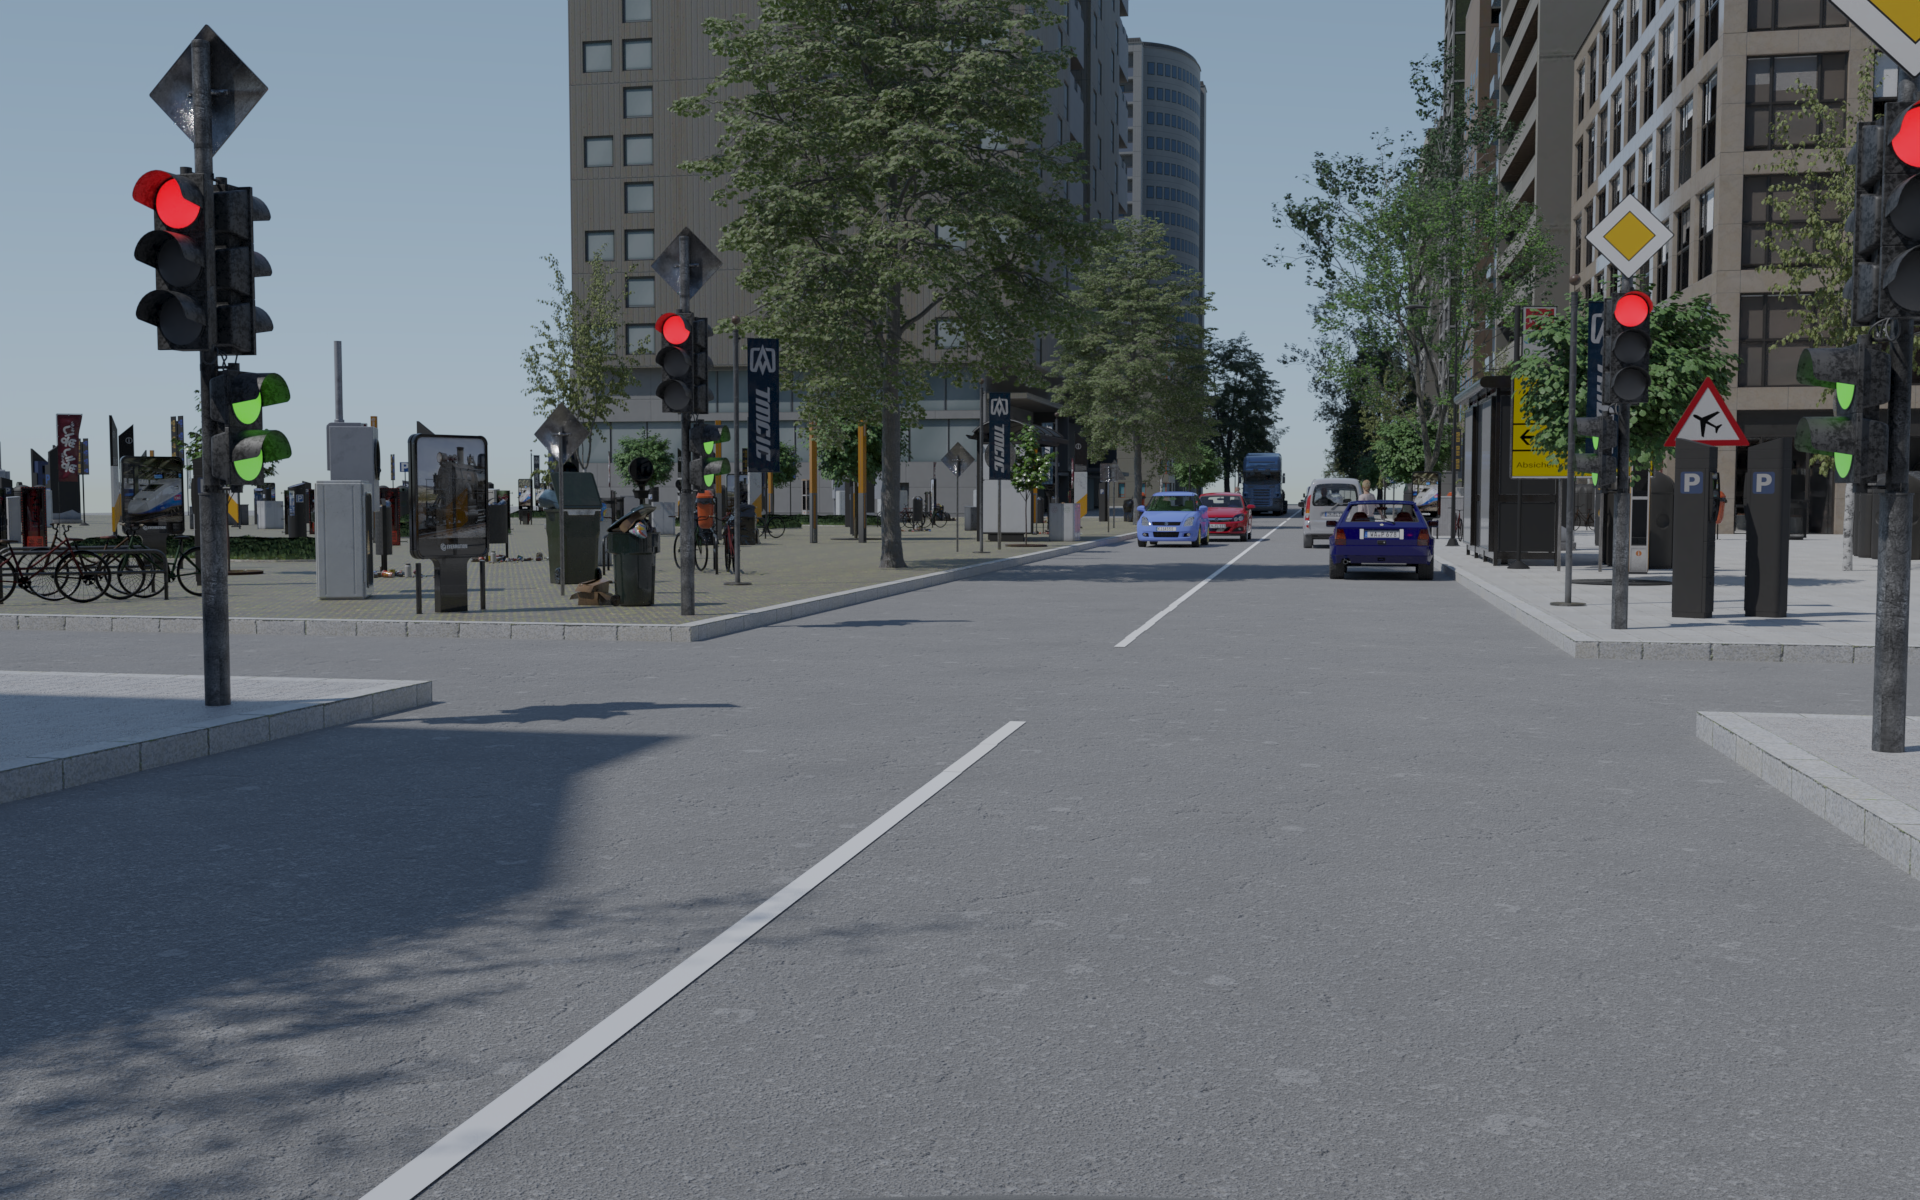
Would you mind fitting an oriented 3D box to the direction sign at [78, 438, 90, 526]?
[{"bbox_3d":[-35.617,-4.792,70.347,0.876,3.537,0.379,2,4,33],"label":"direction sign"}]

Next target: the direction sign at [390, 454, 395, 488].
[{"bbox_3d":[-32.193,-6.505,98.353,0.379,3.537,0.876,-2,4,-31],"label":"direction sign"}]

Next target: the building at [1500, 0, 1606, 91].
[{"bbox_3d":[42.560,-28.994,97.758,21.300,48.544,21.600,1,4,12],"label":"building"}]

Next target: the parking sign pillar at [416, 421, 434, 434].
[{"bbox_3d":[-19.427,-4.591,63.541,1.447,3.967,1.447,1,4,22],"label":"parking sign pillar"}]

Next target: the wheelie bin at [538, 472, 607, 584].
[{"bbox_3d":[-5.582,-1.035,24.833,0.980,1.594,0.693,-2,4,-35],"label":"wheelie bin"}]

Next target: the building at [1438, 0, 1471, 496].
[{"bbox_3d":[63.298,-46.312,195.458,20.563,71.187,20.611,1,4,12],"label":"building"}]

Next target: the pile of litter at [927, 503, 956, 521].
[{"bbox_3d":[-0.937,-4.196,82.566,1.719,0.858,1.176,2,4,32],"label":"pile of litter"}]

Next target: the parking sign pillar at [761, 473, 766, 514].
[{"bbox_3d":[-9.461,-5.712,81.865,1.447,3.967,1.447,0,4,1],"label":"parking sign pillar"}]

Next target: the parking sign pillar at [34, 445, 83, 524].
[{"bbox_3d":[-38.844,-5.290,74.971,1.447,3.967,1.447,2,4,35],"label":"parking sign pillar"}]

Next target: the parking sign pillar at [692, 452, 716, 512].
[{"bbox_3d":[-11.967,-5.712,81.858,1.447,3.967,1.447,-2,4,-32],"label":"parking sign pillar"}]

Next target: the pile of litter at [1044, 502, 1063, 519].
[{"bbox_3d":[5.179,-4.573,88.741,1.719,0.858,1.176,2,4,32],"label":"pile of litter"}]

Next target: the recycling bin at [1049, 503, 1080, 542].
[{"bbox_3d":[2.840,-2.109,47.031,0.722,1.027,0.722,1,4,18],"label":"recycling bin"}]

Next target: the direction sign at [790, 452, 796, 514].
[{"bbox_3d":[-9.201,-6.239,94.006,0.876,3.537,0.379,3,5,44],"label":"direction sign"}]

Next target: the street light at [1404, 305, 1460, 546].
[{"bbox_3d":[11.588,-4.281,42.527,1.470,5.913,1.316,1,4,12],"label":"street light"}]

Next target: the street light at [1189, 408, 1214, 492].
[{"bbox_3d":[12.930,-7.384,93.263,1.470,5.913,1.316,1,4,12],"label":"street light"}]

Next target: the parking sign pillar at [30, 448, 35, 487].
[{"bbox_3d":[-54.389,-6.987,102.706,1.447,3.967,1.447,1,4,17],"label":"parking sign pillar"}]

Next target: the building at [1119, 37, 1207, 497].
[{"bbox_3d":[20.524,-41.868,226.545,21.231,58.520,28.212,1,4,12],"label":"building"}]

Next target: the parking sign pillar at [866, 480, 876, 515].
[{"bbox_3d":[-4.051,-5.421,77.107,1.447,3.967,1.447,0,4,-7],"label":"parking sign pillar"}]

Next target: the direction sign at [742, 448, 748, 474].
[{"bbox_3d":[-10.424,-5.725,85.603,0.379,3.537,0.876,3,5,41],"label":"direction sign"}]

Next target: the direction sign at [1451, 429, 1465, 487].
[{"bbox_3d":[17.415,-4.159,59.995,0.876,3.537,0.379,3,5,40],"label":"direction sign"}]

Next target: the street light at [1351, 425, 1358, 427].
[{"bbox_3d":[27.143,-8.847,117.190,1.470,5.913,1.316,1,4,12],"label":"street light"}]

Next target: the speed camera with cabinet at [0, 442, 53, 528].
[{"bbox_3d":[-35.620,-4.365,65.710,2.038,3.252,0.660,-2,4,-29],"label":"speed camera with cabinet"}]

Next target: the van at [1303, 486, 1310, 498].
[{"bbox_3d":[28.466,-8.160,137.803,2.240,2.365,5.245,1,4,10],"label":"van"}]

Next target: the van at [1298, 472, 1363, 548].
[{"bbox_3d":[10.187,-2.448,47.036,2.013,2.044,4.112,1,4,12],"label":"van"}]

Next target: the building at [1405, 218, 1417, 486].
[{"bbox_3d":[67.851,-33.733,235.136,14.154,41.232,14.086,1,4,12],"label":"building"}]

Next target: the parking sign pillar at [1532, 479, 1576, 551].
[{"bbox_3d":[13.378,-3.129,39.625,1.447,3.967,1.447,0,4,2],"label":"parking sign pillar"}]

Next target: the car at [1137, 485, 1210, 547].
[{"bbox_3d":[5.901,-2.334,47.746,1.945,1.707,3.694,1,4,13],"label":"car"}]

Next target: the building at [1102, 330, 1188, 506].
[{"bbox_3d":[11.557,-21.736,200.426,27.650,21.520,28.899,1,4,12],"label":"building"}]

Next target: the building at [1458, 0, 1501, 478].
[{"bbox_3d":[49.991,-30.322,145.868,14.600,45.320,14.200,1,4,12],"label":"building"}]

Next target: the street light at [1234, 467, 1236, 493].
[{"bbox_3d":[22.936,-10.298,140.912,1.470,5.913,1.316,1,4,12],"label":"street light"}]

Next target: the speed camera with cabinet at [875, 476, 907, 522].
[{"bbox_3d":[-3.184,-5.189,79.171,0.660,3.252,2.038,2,4,31],"label":"speed camera with cabinet"}]

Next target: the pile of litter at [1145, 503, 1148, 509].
[{"bbox_3d":[9.070,-4.429,86.381,1.176,0.858,1.719,1,4,20],"label":"pile of litter"}]

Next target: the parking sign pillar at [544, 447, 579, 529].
[{"bbox_3d":[-14.567,-4.598,63.644,1.447,3.967,1.447,3,5,39],"label":"parking sign pillar"}]

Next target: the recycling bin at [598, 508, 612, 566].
[{"bbox_3d":[-6.714,-1.124,30.937,0.722,1.027,0.722,2,4,29],"label":"recycling bin"}]

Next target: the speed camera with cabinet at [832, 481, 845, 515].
[{"bbox_3d":[-6.039,-5.728,87.994,0.660,3.252,2.038,-1,4,-15],"label":"speed camera with cabinet"}]

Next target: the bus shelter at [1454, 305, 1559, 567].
[{"bbox_3d":[11.133,-3.490,34.699,2.179,5.291,8.768,1,4,12],"label":"bus shelter"}]

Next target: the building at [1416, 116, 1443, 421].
[{"bbox_3d":[68.608,-36.261,216.563,21.300,48.544,21.600,1,4,12],"label":"building"}]

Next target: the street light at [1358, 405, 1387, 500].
[{"bbox_3d":[21.528,-7.180,89.938,1.470,5.913,1.316,1,4,12],"label":"street light"}]

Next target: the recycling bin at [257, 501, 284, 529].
[{"bbox_3d":[-25.321,-3.122,63.600,0.722,1.027,0.722,-3,5,-44],"label":"recycling bin"}]

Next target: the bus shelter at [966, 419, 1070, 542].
[{"bbox_3d":[1.706,-3.364,48.919,2.014,3.302,5.546,1,4,12],"label":"bus shelter"}]

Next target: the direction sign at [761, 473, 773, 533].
[{"bbox_3d":[-6.400,-3.991,57.255,0.876,3.537,0.379,0,4,0],"label":"direction sign"}]

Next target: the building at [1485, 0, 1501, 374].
[{"bbox_3d":[49.742,-30.775,122.787,23.786,49.044,30.456,1,4,12],"label":"building"}]

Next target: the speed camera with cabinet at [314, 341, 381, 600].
[{"bbox_3d":[-7.697,-1.681,21.821,0.660,3.252,2.038,-1,4,-13],"label":"speed camera with cabinet"}]

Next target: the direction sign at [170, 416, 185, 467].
[{"bbox_3d":[-22.684,-3.564,50.274,0.876,3.537,0.379,3,5,45],"label":"direction sign"}]

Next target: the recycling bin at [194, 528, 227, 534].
[{"bbox_3d":[-20.155,-2.081,46.585,0.722,1.027,0.722,-2,4,-35],"label":"recycling bin"}]

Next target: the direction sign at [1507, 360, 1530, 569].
[{"bbox_3d":[9.594,-2.303,29.645,0.379,3.537,0.876,2,4,29],"label":"direction sign"}]

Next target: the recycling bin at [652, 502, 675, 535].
[{"bbox_3d":[-9.393,-2.587,54.852,0.722,1.027,0.722,-1,4,-10],"label":"recycling bin"}]

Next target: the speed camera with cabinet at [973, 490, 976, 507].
[{"bbox_3d":[1.543,-4.390,66.105,2.038,3.252,0.660,1,4,23],"label":"speed camera with cabinet"}]
